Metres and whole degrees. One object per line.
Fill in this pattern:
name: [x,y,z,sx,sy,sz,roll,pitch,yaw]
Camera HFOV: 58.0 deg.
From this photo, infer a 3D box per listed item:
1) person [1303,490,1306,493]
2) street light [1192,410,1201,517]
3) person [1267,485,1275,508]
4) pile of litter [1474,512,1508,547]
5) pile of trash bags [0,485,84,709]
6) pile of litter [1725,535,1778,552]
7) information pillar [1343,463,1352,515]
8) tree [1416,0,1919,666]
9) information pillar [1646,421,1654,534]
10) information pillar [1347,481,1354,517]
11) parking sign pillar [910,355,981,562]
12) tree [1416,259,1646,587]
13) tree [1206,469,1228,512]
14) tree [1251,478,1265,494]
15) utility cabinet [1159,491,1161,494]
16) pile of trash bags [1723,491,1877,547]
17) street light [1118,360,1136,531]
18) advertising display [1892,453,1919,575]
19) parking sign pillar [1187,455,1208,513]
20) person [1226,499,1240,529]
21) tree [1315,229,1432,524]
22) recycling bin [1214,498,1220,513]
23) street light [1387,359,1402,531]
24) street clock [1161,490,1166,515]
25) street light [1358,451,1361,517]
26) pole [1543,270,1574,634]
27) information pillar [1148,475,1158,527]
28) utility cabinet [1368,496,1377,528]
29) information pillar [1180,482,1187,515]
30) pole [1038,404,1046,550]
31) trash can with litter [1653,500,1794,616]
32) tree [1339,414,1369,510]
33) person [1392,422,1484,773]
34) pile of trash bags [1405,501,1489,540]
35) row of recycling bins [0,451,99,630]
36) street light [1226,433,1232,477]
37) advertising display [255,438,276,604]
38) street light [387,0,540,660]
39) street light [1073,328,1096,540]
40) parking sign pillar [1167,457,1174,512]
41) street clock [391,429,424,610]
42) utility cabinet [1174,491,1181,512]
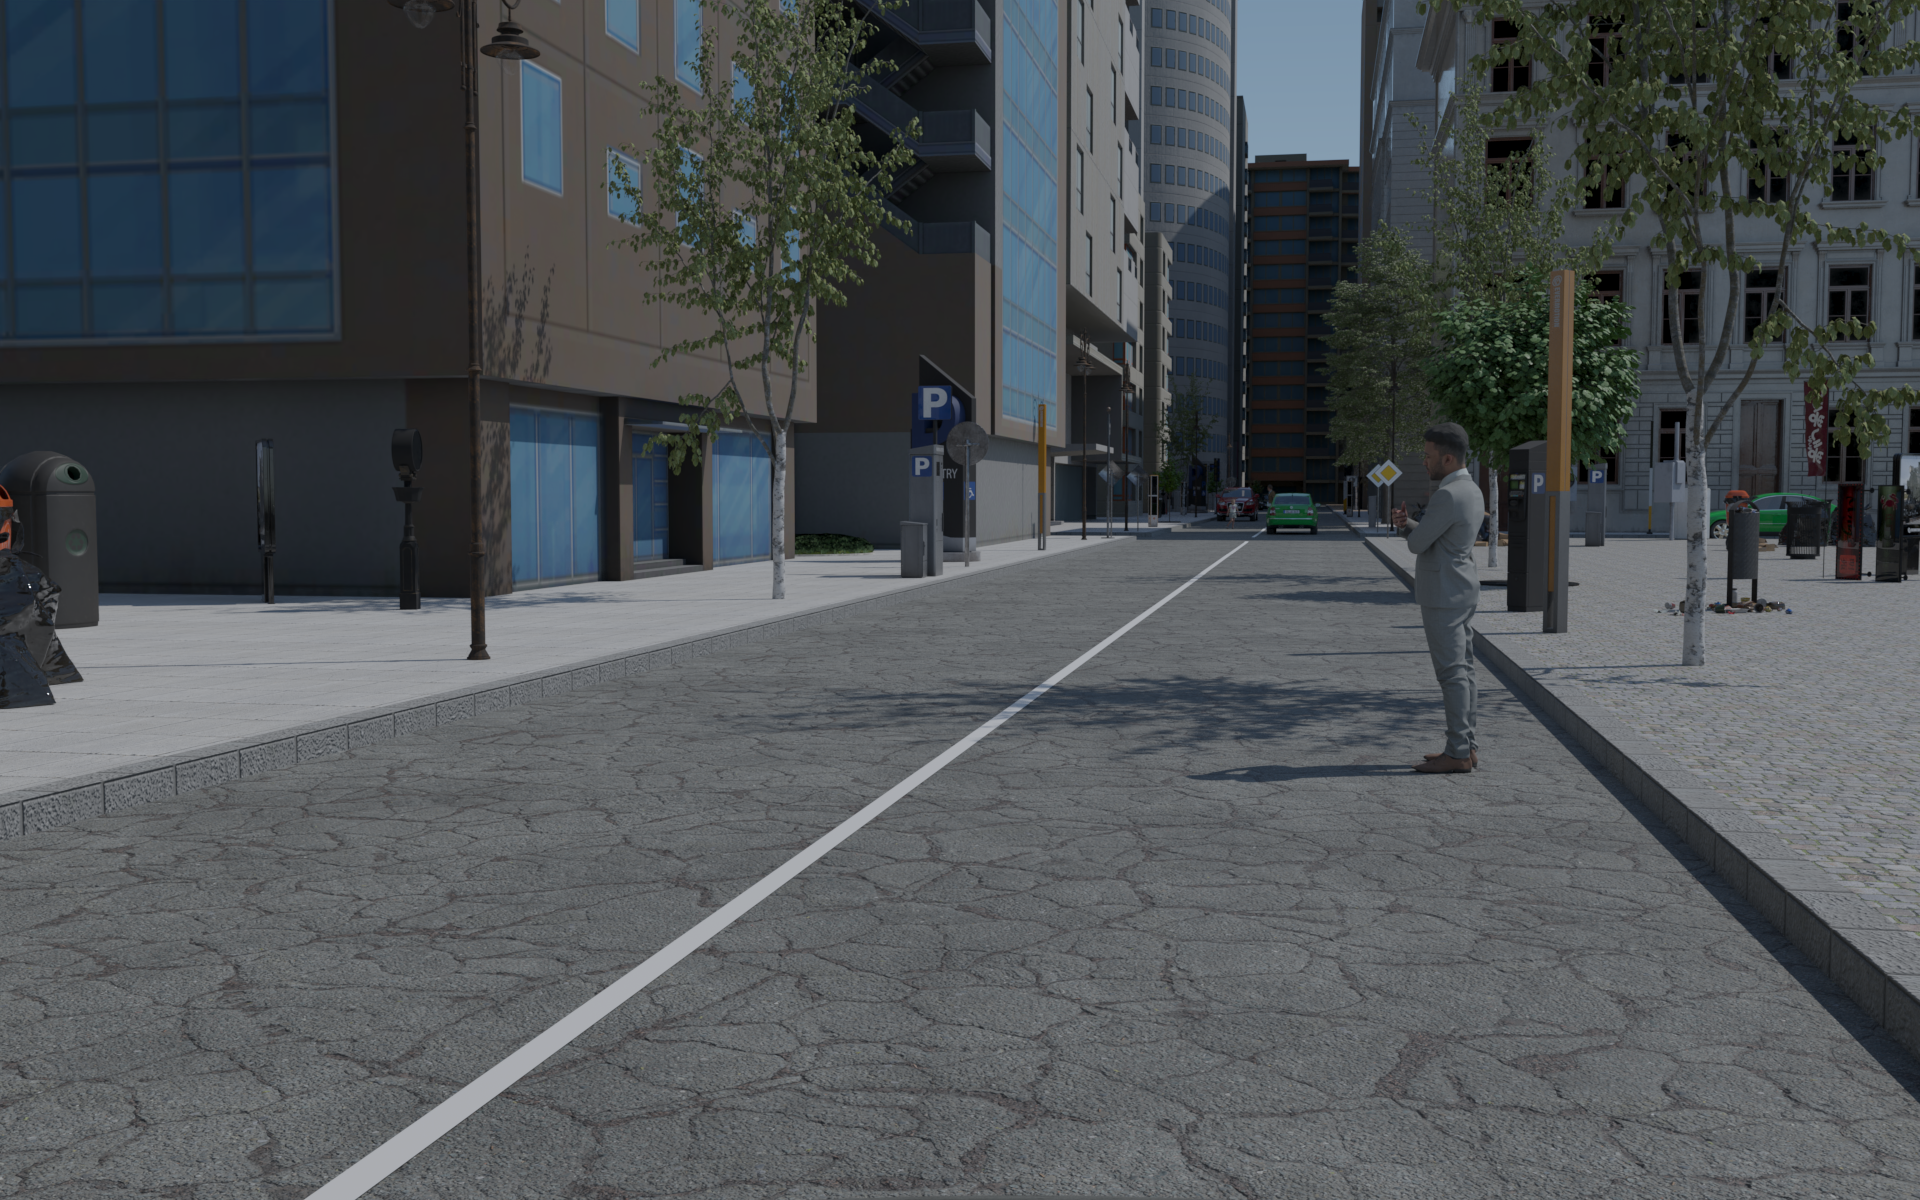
person: [29.855,-8.658,150.190,0.705,1.807,1.348,1,4,13]
street light: [12.964,-7.474,94.991,0.468,5.910,1.993,1,4,11]
person: [13.696,-4.141,76.122,0.836,1.842,0.656,-3,5,-39]
pile of litter: [13.195,-1.767,42.856,1.719,0.858,1.176,-1,4,-15]
pile of trash bags: [-6.823,-0.104,11.459,1.912,1.369,3.447,-1,4,-18]
pile of litter: [17.941,-1.546,39.235,1.719,0.858,1.176,-3,5,-44]
information pillar: [24.265,-7.165,108.505,0.504,3.616,0.183,1,4,9]
tree: [5.393,-3.802,12.527,4.737,8.622,4.395,0,3,0]
information pillar: [22.114,-3.919,55.429,0.183,3.616,0.504,1,4,22]
information pillar: [21.689,-5.615,96.302,0.304,2.012,0.304,2,4,24]
parking sign pillar: [-0.323,-2.731,33.123,1.447,3.967,1.447,3,4,38]
tree: [8.096,-2.495,24.506,4.285,4.588,4.351,0,3,0]
tree: [17.785,-7.807,122.245,1.663,3.219,1.824,0,3,0]
tree: [34.181,-12.499,198.967,1.663,3.219,1.824,0,3,0]
utility cabinet: [15.132,-7.641,133.602,1.173,1.500,0.318,-1,4,-18]
pile of trash bags: [20.818,-2.033,42.999,3.447,1.369,1.912,1,4,22]
street light: [5.769,-5.328,59.900,0.468,5.910,1.993,1,4,11]
advertising display: [15.106,-1.363,27.502,0.974,1.923,0.123,-2,4,-33]
parking sign pillar: [15.886,-7.796,115.941,1.447,3.967,1.447,-2,4,-34]
person: [11.165,-3.503,70.794,0.505,1.210,0.382,-1,4,-16]
tree: [18.796,-9.584,74.828,7.486,12.596,7.792,0,3,0]
recycling bin: [17.722,-6.428,117.653,0.722,1.027,0.722,2,4,28]
street light: [14.845,-5.294,59.338,0.468,5.910,1.993,1,4,11]
street clock: [12.568,-6.277,107.197,0.358,2.002,0.471,-1,4,-19]
street light: [21.998,-7.493,95.299,0.468,5.910,1.993,1,4,11]
pole: [5.506,-1.351,15.928,0.158,3.312,0.155,0,3,0]
information pillar: [7.517,-3.849,67.416,0.304,2.012,0.304,-1,4,-14]
utility cabinet: [15.912,-3.407,66.862,0.306,1.237,1.020,1,4,13]
information pillar: [13.948,-6.328,107.953,0.304,2.012,0.304,3,4,38]
pole: [1.867,-2.784,39.366,0.158,3.312,0.155,0,3,0]
trash can with litter: [8.299,-0.489,19.050,2.233,1.210,1.678,-3,4,-36]
tree: [31.198,-11.315,135.359,4.360,8.622,3.978,0,3,0]
person: [2.493,-0.023,9.059,0.466,1.800,0.511,1,4,16]
pile of trash bags: [14.127,-2.313,47.566,3.447,1.369,1.912,-1,4,-9]
row of recycling bins: [-9.774,-0.527,15.726,1.069,1.692,3.534,3,5,43]
street light: [20.166,-9.608,129.881,0.468,5.910,1.993,1,4,11]
advertising display: [-8.220,-0.936,20.513,0.123,1.923,0.974,-2,4,-27]
street light: [-3.737,-2.476,13.267,0.468,5.910,1.993,1,4,11]
street light: [3.471,-4.617,48.277,0.468,5.910,1.993,1,4,11]
parking sign pillar: [14.930,-8.407,125.922,1.447,3.967,1.447,-1,4,-20]
street clock: [-6.114,-0.895,19.203,0.358,2.002,0.471,0,4,-3]
utility cabinet: [15.660,-6.989,122.951,0.318,1.500,1.173,3,5,43]
